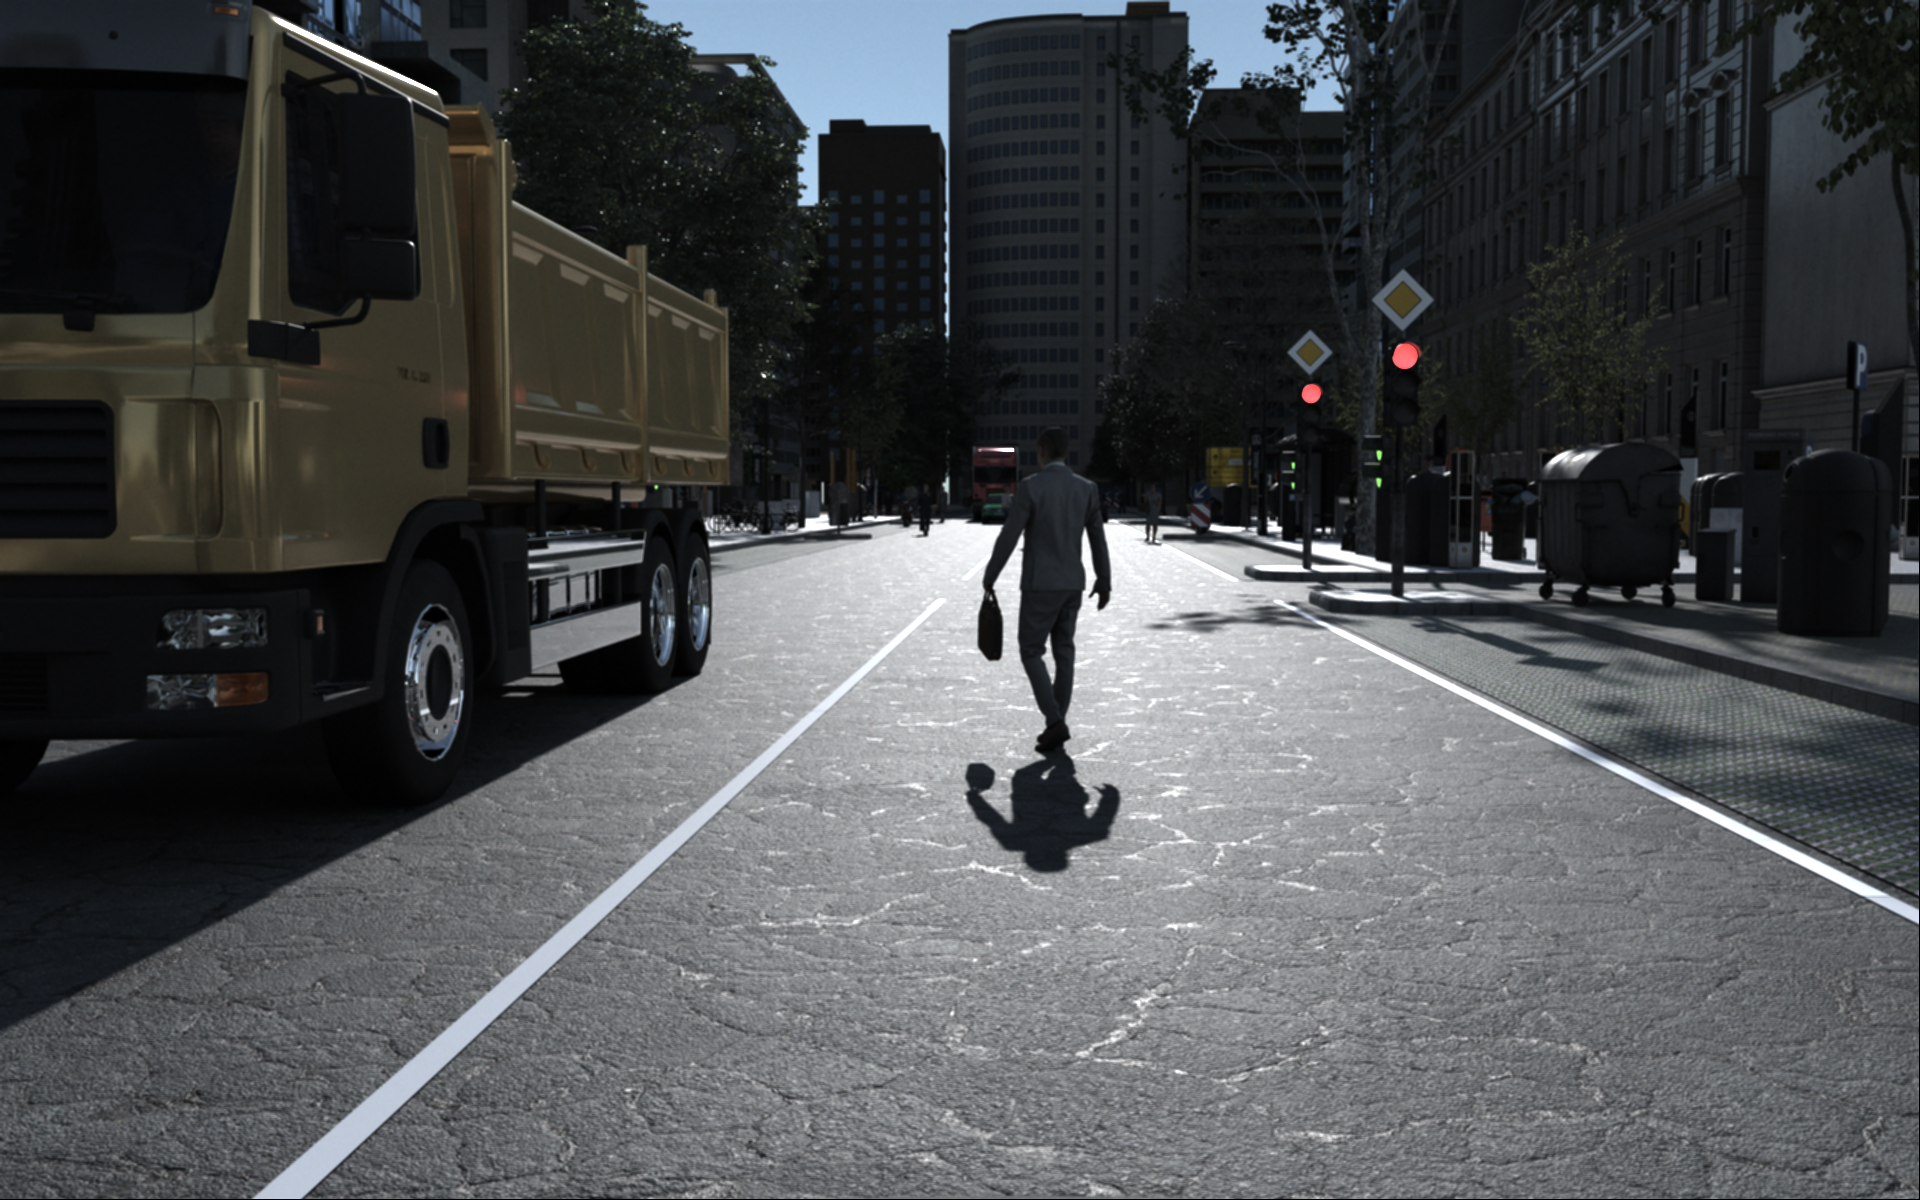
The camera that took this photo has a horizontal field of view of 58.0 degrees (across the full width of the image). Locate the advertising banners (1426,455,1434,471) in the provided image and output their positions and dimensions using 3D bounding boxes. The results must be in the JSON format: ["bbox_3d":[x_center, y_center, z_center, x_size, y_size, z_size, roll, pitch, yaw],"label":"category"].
[{"bbox_3d":[22.019,-5.047,78.711,2.074,3.025,0.090,-1,4,-20],"label":"advertising banners"}]

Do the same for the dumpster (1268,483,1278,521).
[{"bbox_3d":[15.665,-4.776,83.839,1.264,1.857,1.865,0,4,3],"label":"dumpster"}]

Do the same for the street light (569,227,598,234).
[{"bbox_3d":[-6.986,-3.531,30.270,1.470,5.913,1.316,0,4,3],"label":"street light"}]

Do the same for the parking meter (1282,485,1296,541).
[{"bbox_3d":[9.025,-2.391,47.496,0.372,1.533,0.369,0,3,0],"label":"parking meter"}]

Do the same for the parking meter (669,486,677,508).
[{"bbox_3d":[-16.755,-5.841,101.208,0.399,1.863,0.255,1,4,22],"label":"parking meter"}]

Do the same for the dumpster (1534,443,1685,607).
[{"bbox_3d":[7.625,-0.893,20.365,1.264,1.857,1.865,0,4,3],"label":"dumpster"}]

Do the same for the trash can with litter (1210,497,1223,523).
[{"bbox_3d":[11.665,-4.038,77.413,1.055,1.170,0.624,2,4,23],"label":"trash can with litter"}]

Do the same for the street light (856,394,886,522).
[{"bbox_3d":[-4.125,-6.611,80.626,1.470,5.913,1.316,0,4,3],"label":"street light"}]

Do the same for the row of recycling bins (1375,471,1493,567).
[{"bbox_3d":[8.565,-1.519,31.950,1.069,1.692,3.534,0,4,-6],"label":"row of recycling bins"}]

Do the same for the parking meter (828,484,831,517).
[{"bbox_3d":[-7.088,-5.481,95.317,0.255,1.863,0.399,1,4,17],"label":"parking meter"}]

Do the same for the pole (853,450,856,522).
[{"bbox_3d":[-4.888,-5.250,79.678,0.158,3.312,0.155,0,3,0],"label":"pole"}]

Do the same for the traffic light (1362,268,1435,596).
[{"bbox_3d":[5.486,-2.004,21.681,0.839,4.253,0.868,0,4,3],"label":"traffic light"}]

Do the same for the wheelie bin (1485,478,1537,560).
[{"bbox_3d":[10.754,-1.586,33.841,0.980,1.594,0.693,1,4,22],"label":"wheelie bin"}]

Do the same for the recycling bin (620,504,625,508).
[{"bbox_3d":[-8.783,-1.854,42.871,0.722,1.027,0.722,3,4,38],"label":"recycling bin"}]

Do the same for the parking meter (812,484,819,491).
[{"bbox_3d":[-8.046,-5.553,96.496,0.399,1.863,0.255,-1,4,-9],"label":"parking meter"}]

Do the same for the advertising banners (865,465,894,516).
[{"bbox_3d":[-4.832,-6.525,102.873,2.074,3.025,0.090,2,4,32],"label":"advertising banners"}]

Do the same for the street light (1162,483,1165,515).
[{"bbox_3d":[11.737,-8.040,103.999,1.470,5.913,1.316,0,4,3],"label":"street light"}]

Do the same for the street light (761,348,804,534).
[{"bbox_3d":[-5.657,-5.055,55.185,1.470,5.913,1.316,0,4,3],"label":"street light"}]

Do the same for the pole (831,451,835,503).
[{"bbox_3d":[-6.051,-5.420,82.460,0.158,3.312,0.155,0,3,0],"label":"pole"}]

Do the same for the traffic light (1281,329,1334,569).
[{"bbox_3d":[5.945,-2.491,29.653,0.839,4.253,0.868,0,4,3],"label":"traffic light"}]

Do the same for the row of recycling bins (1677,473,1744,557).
[{"bbox_3d":[15.235,-1.683,34.628,1.069,1.692,3.534,1,4,15],"label":"row of recycling bins"}]

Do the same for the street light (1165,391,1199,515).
[{"bbox_3d":[10.188,-6.467,78.274,1.470,5.913,1.316,0,4,3],"label":"street light"}]

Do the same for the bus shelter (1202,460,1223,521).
[{"bbox_3d":[12.506,-5.315,80.816,2.014,3.302,5.546,0,4,3],"label":"bus shelter"}]

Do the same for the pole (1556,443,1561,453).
[{"bbox_3d":[24.089,-4.647,69.823,0.158,3.312,0.155,0,3,0],"label":"pole"}]

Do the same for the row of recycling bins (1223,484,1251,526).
[{"bbox_3d":[11.492,-3.968,71.996,1.069,1.692,3.534,1,4,15],"label":"row of recycling bins"}]

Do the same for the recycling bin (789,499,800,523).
[{"bbox_3d":[-7.434,-3.994,77.857,0.722,1.027,0.722,0,4,8],"label":"recycling bin"}]

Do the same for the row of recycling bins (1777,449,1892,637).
[{"bbox_3d":[8.621,-0.608,17.052,1.069,1.692,3.534,2,4,26],"label":"row of recycling bins"}]

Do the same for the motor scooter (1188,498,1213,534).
[{"bbox_3d":[7.912,-2.699,56.902,0.815,1.314,1.986,0,4,2],"label":"motor scooter"}]

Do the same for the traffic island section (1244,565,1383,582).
[{"bbox_3d":[5.984,-0.458,29.765,2.009,0.180,2.903,0,4,3],"label":"traffic island section"}]

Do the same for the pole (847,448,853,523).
[{"bbox_3d":[-4.932,-5.061,76.597,0.158,3.312,0.155,0,3,0],"label":"pole"}]

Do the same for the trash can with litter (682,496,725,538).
[{"bbox_3d":[-8.123,-2.414,50.529,2.233,1.210,1.678,2,4,28],"label":"trash can with litter"}]

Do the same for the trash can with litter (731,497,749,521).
[{"bbox_3d":[-9.927,-4.144,79.139,1.055,1.170,0.624,0,4,-5],"label":"trash can with litter"}]

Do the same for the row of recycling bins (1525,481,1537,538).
[{"bbox_3d":[17.047,-2.719,51.564,1.069,1.692,3.534,-2,4,-23],"label":"row of recycling bins"}]

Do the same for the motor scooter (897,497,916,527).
[{"bbox_3d":[-2.337,-3.866,75.980,0.815,1.314,1.986,0,4,2],"label":"motor scooter"}]

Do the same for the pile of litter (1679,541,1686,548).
[{"bbox_3d":[17.048,-1.702,41.801,1.176,0.858,1.719,3,4,37],"label":"pile of litter"}]

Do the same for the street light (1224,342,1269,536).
[{"bbox_3d":[8.790,-4.930,53.151,1.470,5.913,1.316,0,4,3],"label":"street light"}]

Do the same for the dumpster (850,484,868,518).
[{"bbox_3d":[-5.768,-5.447,94.825,1.264,1.857,1.865,0,4,3],"label":"dumpster"}]

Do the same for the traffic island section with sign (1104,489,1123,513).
[{"bbox_3d":[11.852,-7.514,131.483,1.989,1.847,2.006,0,4,3],"label":"traffic island section with sign"}]

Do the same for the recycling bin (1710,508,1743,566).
[{"bbox_3d":[13.954,-1.136,31.132,0.722,1.027,0.722,3,5,43],"label":"recycling bin"}]

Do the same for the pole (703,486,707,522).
[{"bbox_3d":[-11.924,-5.326,80.916,0.158,3.312,0.155,0,3,0],"label":"pole"}]

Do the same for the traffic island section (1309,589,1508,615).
[{"bbox_3d":[5.525,0.030,21.793,2.009,0.180,2.903,0,4,3],"label":"traffic island section"}]

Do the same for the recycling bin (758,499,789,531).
[{"bbox_3d":[-6.661,-2.983,61.328,0.722,1.027,0.722,-3,5,-41],"label":"recycling bin"}]

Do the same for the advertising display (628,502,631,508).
[{"bbox_3d":[-17.320,-5.213,90.447,0.974,1.923,0.123,0,4,5],"label":"advertising display"}]

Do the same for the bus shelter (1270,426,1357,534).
[{"bbox_3d":[11.091,-3.697,54.374,2.014,3.302,5.546,0,4,3],"label":"bus shelter"}]

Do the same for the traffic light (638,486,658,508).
[{"bbox_3d":[-5.548,-2.531,30.297,0.839,4.253,0.868,0,4,3],"label":"traffic light"}]

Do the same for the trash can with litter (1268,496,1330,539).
[{"bbox_3d":[9.857,-2.373,49.859,1.678,1.210,2.233,0,4,-1],"label":"trash can with litter"}]
